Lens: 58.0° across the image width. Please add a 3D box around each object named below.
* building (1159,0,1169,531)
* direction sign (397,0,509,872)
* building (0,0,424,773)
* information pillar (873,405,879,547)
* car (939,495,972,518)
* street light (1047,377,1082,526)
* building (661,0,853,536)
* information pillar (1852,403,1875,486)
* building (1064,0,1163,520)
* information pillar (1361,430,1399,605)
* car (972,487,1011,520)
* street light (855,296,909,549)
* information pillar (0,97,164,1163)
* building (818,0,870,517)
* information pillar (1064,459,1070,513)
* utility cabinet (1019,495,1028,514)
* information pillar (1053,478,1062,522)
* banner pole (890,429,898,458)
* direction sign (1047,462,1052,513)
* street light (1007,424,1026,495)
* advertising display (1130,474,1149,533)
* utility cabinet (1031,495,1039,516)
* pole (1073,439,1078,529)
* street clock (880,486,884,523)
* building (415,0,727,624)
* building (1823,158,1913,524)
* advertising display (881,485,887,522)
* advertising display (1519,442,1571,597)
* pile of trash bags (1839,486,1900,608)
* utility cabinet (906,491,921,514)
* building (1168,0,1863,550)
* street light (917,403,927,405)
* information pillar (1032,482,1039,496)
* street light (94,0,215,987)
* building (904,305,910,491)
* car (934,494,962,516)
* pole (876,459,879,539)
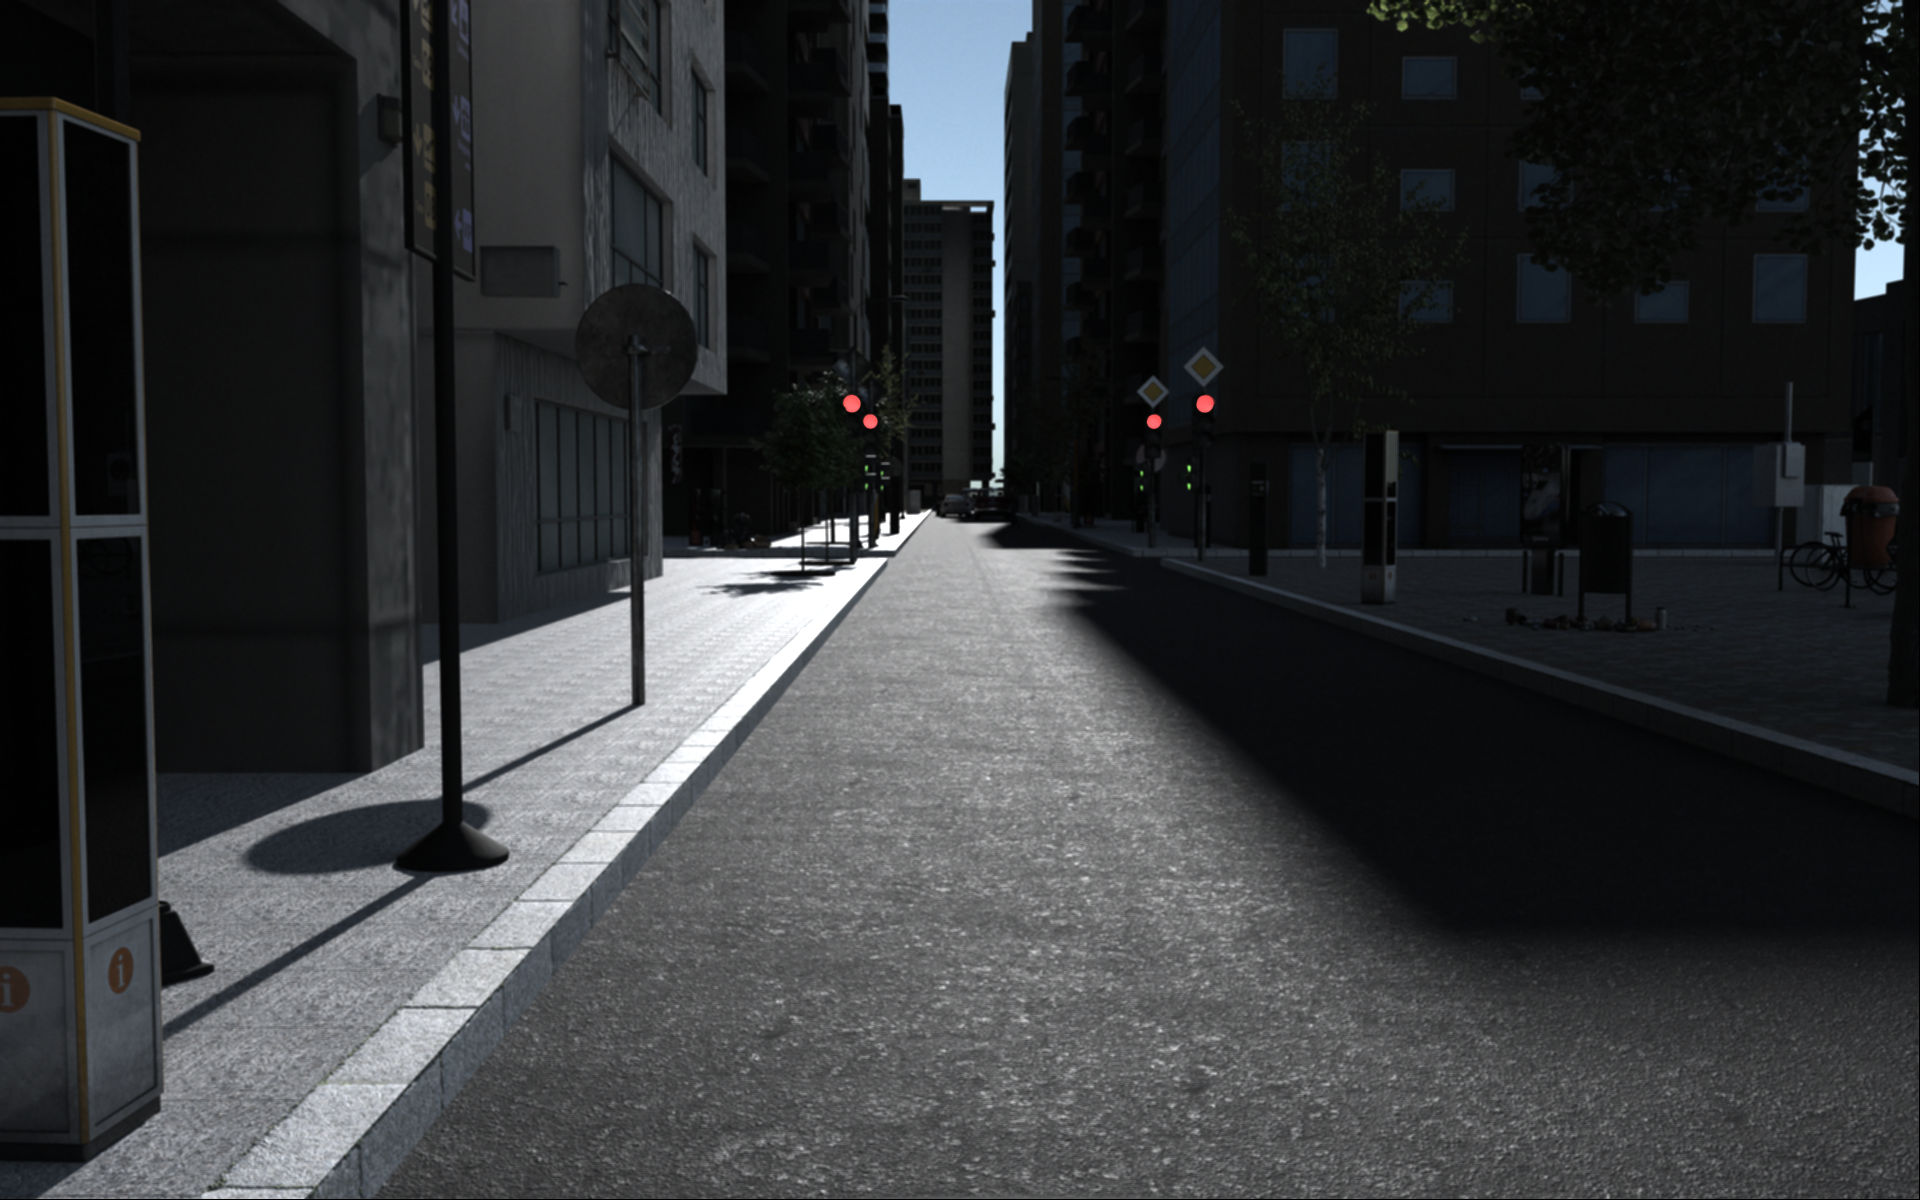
[{"bbox_3d":[14.180,-17.845,63.470,14.160,30.474,14.107,0,4,0],"label":"building"},{"bbox_3d":[-1.773,-0.854,5.955,0.379,3.537,0.876,0,4,-3],"label":"direction sign"},{"bbox_3d":[-12.875,-34.479,1.990,20.563,71.187,20.611,0,4,0],"label":"building"},{"bbox_3d":[-2.079,-3.094,41.946,0.183,3.616,0.504,1,4,11],"label":"information pillar"},{"bbox_3d":[-0.255,-5.790,107.033,2.083,1.381,4.827,0,4,-2],"label":"car"},{"bbox_3d":[4.156,-5.874,68.585,1.470,5.913,1.316,0,4,0],"label":"street light"},{"bbox_3d":[-15.496,-25.047,64.148,22.147,44.769,28.867,0,4,0],"label":"building"},{"bbox_3d":[23.388,-3.274,44.887,0.183,3.616,0.504,-3,4,-36],"label":"information pillar"},{"bbox_3d":[17.010,-26.781,92.490,22.147,44.769,28.867,0,4,0],"label":"building"},{"bbox_3d":[4.874,-0.956,20.123,0.304,2.012,0.304,3,5,41],"label":"information pillar"},{"bbox_3d":[1.800,-5.353,96.199,2.281,1.827,5.304,0,4,0],"label":"car"},{"bbox_3d":[-1.901,-4.173,40.774,1.470,5.913,1.316,0,4,0],"label":"street light"},{"bbox_3d":[-1.812,0.066,3.410,0.304,2.012,0.304,0,4,3],"label":"information pillar"},{"bbox_3d":[-19.123,-31.239,99.990,28.713,52.752,27.495,0,4,0],"label":"building"},{"bbox_3d":[7.066,-7.545,114.707,0.183,3.616,0.504,-3,5,-41],"label":"information pillar"},{"bbox_3d":[4.146,-6.227,112.968,0.306,1.237,1.020,-1,4,-18],"label":"utility cabinet"},{"bbox_3d":[4.552,-4.663,80.728,0.304,2.012,0.304,-1,4,-20],"label":"information pillar"},{"bbox_3d":[-2.530,-4.667,66.317,0.401,3.779,0.863,1,4,18],"label":"banner pole"},{"bbox_3d":[6.010,-7.580,115.935,0.379,3.537,0.876,0,4,2],"label":"direction sign"},{"bbox_3d":[3.815,-8.702,114.823,1.470,5.913,1.316,0,4,0],"label":"street light"},{"bbox_3d":[5.965,-3.187,57.315,0.123,1.923,0.974,3,5,40],"label":"advertising display"},{"bbox_3d":[4.331,-5.418,99.751,0.306,1.237,1.020,1,4,11],"label":"utility cabinet"},{"bbox_3d":[4.262,-4.275,63.734,0.158,3.312,0.155,0,3,0],"label":"pole"},{"bbox_3d":[-3.622,-4.500,78.148,0.471,2.002,0.358,0,4,1],"label":"street clock"},{"bbox_3d":[-10.603,-20.737,22.646,14.086,41.232,14.154,0,4,0],"label":"building"},{"bbox_3d":[43.767,-45.032,48.945,31.000,86.520,22.319,0,4,0],"label":"building"},{"bbox_3d":[-3.506,-4.553,79.649,0.123,1.923,0.974,-1,4,-11],"label":"advertising display"},{"bbox_3d":[7.431,-1.029,22.045,0.123,1.923,0.974,-1,4,-12],"label":"advertising display"},{"bbox_3d":[10.581,-0.519,18.231,1.912,1.369,3.447,-1,4,-13],"label":"pile of trash bags"},{"bbox_3d":[-2.918,-6.080,108.090,0.318,1.500,1.173,2,4,32],"label":"utility cabinet"},{"bbox_3d":[13.207,-24.166,45.230,14.200,45.320,14.600,0,4,0],"label":"building"},{"bbox_3d":[-2.376,-7.063,88.025,1.470,5.913,1.316,0,4,0],"label":"street light"},{"bbox_3d":[4.577,-6.147,104.988,0.304,2.012,0.304,2,4,28],"label":"information pillar"},{"bbox_3d":[-1.643,-1.950,4.423,1.470,5.913,1.316,0,4,0],"label":"street light"},{"bbox_3d":[-19.919,-20.348,177.722,28.899,21.520,27.650,0,4,0],"label":"building"},{"bbox_3d":[-0.696,-6.344,113.505,2.009,1.686,4.222,0,4,0],"label":"car"},{"bbox_3d":[-2.414,-3.384,49.177,0.158,3.312,0.155,0,3,0],"label":"pole"}]
